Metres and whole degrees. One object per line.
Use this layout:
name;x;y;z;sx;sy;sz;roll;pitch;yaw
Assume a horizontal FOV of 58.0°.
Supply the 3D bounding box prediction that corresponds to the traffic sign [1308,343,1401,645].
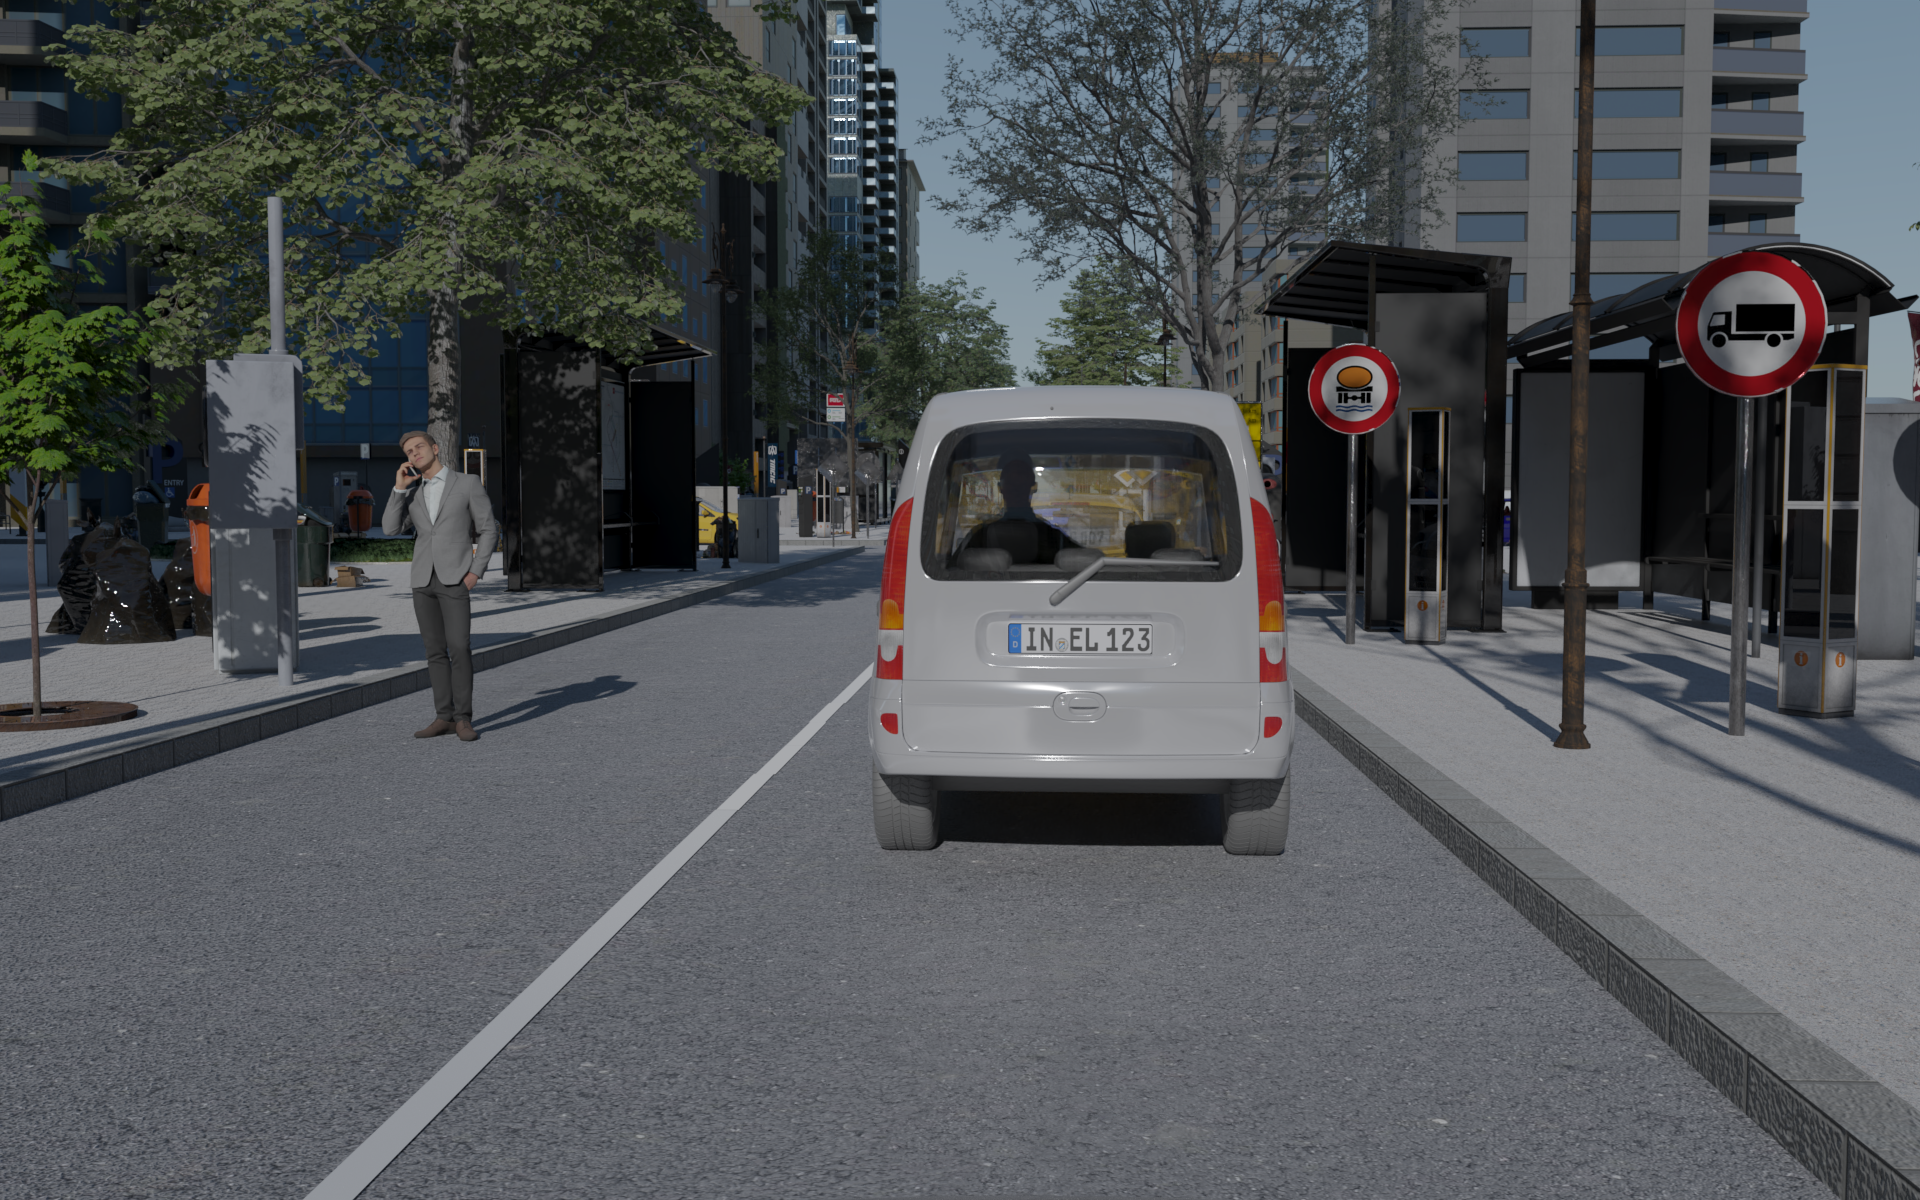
traffic sign;3.337;-0.894;14.726;0.768;2.556;0.104;1;4;8

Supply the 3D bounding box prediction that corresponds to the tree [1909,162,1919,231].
tree;13.525;-4.258;19.989;4.737;8.622;4.395;0;3;0

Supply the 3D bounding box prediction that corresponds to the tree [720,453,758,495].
tree;-10.565;-5.351;82.087;1.663;3.219;1.824;0;3;0

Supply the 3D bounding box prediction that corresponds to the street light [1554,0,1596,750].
street light;3.104;-2.191;8.603;0.468;5.910;1.993;0;4;3

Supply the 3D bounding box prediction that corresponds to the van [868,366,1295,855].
van;0.579;-0.078;8.286;2.013;2.044;4.112;0;4;4

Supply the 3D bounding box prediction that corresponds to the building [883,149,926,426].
building;-20.400;-41.508;267.886;28.713;52.752;27.495;0;4;3

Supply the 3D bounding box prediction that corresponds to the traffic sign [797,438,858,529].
traffic sign;-4.828;-4.234;63.098;2.265;3.308;0.079;1;4;10

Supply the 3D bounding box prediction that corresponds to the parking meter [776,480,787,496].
parking meter;-7.156;-3.905;69.557;0.399;1.863;0.255;-2;4;-32

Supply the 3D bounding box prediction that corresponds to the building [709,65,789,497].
building;-19.574;-21.106;116.777;14.160;30.474;14.107;0;4;3

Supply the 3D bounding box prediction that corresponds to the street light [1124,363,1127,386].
street light;5.815;-5.399;61.055;0.468;5.910;1.993;0;4;3

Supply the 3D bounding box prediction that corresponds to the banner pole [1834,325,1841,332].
banner pole;10.324;-1.892;20.954;0.863;3.779;0.401;3;5;43

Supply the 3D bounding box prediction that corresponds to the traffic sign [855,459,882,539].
traffic sign;-2.633;-2.813;49.630;0.795;2.450;0.064;0;4;3

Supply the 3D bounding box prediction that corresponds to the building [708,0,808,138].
building;-26.957;-33.626;139.025;28.713;52.752;27.495;0;4;3

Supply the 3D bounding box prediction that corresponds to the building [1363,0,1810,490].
building;34.081;-34.040;98.559;21.231;58.520;28.212;0;4;3

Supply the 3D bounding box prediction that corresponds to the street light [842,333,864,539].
street light;-3.070;-4.712;49.823;0.468;5.910;1.993;0;4;3

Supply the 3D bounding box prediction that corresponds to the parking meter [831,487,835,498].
parking meter;-5.585;-4.262;75.397;0.255;1.863;0.399;-2;4;-24

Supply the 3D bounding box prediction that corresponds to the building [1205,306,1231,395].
building;38.971;-19.894;170.305;27.650;21.520;28.899;0;4;3

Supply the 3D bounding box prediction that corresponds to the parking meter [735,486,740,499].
parking meter;-7.371;-2.948;56.618;0.372;1.533;0.369;0;3;0

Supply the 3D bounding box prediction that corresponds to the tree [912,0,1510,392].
tree;4.166;-7.227;28.525;12.009;13.543;11.850;0;3;0

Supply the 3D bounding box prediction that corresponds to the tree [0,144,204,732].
tree;-5.151;-0.919;9.621;1.663;3.219;1.824;0;3;0

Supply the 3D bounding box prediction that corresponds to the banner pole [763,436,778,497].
banner pole;-8.249;-5.194;74.945;0.863;3.779;0.401;1;4;17

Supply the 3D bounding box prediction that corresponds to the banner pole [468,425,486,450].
banner pole;-17.465;-4.454;62.847;0.863;3.779;0.401;-3;5;-39

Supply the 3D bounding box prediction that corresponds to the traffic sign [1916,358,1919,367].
traffic sign;4.429;-0.441;7.209;0.884;2.594;0.081;1;4;9

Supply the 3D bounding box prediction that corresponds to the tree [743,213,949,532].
tree;-3.868;-7.572;58.210;7.601;10.594;8.767;0;4;1

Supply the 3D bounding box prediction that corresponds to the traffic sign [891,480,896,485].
traffic sign;-2.898;-4.683;78.694;0.606;2.300;0.079;1;4;13

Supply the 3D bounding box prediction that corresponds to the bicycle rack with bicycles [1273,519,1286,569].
bicycle rack with bicycles;5.069;-0.664;24.242;2.925;0.926;2.852;-2;4;-23

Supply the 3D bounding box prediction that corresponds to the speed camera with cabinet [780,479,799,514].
speed camera with cabinet;-10.769;-7.089;110.245;2.038;3.252;0.660;3;5;43

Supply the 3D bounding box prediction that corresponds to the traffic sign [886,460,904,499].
traffic sign;-2.401;-4.048;66.182;0.884;2.594;0.081;1;4;12

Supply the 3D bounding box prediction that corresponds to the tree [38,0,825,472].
tree;-4.831;-6.074;17.437;7.486;12.596;7.792;0;3;0

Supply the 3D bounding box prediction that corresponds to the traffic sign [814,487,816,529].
traffic sign;-5.373;-3.926;64.199;0.884;2.594;0.081;1;4;8

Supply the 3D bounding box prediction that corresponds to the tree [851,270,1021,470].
tree;-1.689;-11.742;98.633;9.857;13.997;8.962;0;3;0

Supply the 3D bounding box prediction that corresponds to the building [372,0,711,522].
building;-21.917;-27.168;94.303;14.600;45.320;14.200;0;4;3

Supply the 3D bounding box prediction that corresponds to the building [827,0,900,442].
building;-18.613;-56.532;236.964;22.319;86.520;31.000;0;4;3

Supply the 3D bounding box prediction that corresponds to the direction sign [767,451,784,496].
direction sign;-9.633;-6.033;90.637;0.876;3.537;0.379;-1;4;-19

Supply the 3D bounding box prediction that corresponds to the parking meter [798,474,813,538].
parking meter;-4.576;-2.786;51.260;0.399;1.863;0.255;-3;5;-43

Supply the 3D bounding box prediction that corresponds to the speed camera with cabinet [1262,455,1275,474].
speed camera with cabinet;6.428;-2.838;40.739;2.038;3.252;0.660;-2;4;-28

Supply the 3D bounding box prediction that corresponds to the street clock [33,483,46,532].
street clock;-33.059;-3.529;62.270;0.471;2.002;0.358;1;4;13

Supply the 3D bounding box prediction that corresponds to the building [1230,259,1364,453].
building;37.781;-18.131;141.483;27.650;21.520;28.899;0;4;3

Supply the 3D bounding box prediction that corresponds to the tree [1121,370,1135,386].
tree;8.708;-9.429;104.527;4.737;8.622;4.395;0;3;0

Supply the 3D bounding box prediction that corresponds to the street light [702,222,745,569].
street light;-4.041;-3.483;29.738;0.468;5.910;1.993;0;4;3

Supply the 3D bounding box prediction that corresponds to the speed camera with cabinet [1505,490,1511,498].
speed camera with cabinet;23.765;-5.060;77.062;2.038;3.252;0.660;0;4;2

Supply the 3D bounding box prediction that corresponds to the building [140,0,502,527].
building;-23.692;-25.816;72.206;14.600;45.320;14.200;0;4;3

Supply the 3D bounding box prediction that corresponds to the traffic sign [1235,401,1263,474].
traffic sign;5.504;-2.706;38.114;2.265;3.308;0.079;0;4;7

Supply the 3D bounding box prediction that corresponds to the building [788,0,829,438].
building;-20.975;-44.291;162.403;20.563;71.187;20.611;0;4;3

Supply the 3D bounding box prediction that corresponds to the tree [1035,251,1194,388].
tree;6.980;-10.001;81.643;7.486;12.596;7.792;0;3;0

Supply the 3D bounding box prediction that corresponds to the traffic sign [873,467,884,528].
traffic sign;-3.147;-3.822;64.621;0.606;2.300;0.079;0;4;4

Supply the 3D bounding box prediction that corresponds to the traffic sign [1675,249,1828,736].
traffic sign;4.133;-0.552;9.137;0.768;2.556;0.104;0;4;5

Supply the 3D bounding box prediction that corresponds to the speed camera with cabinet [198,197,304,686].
speed camera with cabinet;-5.005;-1.094;12.222;0.660;3.252;2.038;-1;4;-22

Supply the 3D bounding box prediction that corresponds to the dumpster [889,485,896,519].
dumpster;-3.173;-5.199;90.766;1.264;1.857;1.865;0;4;3

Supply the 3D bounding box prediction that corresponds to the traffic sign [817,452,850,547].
traffic sign;-3.044;-2.325;41.655;0.795;2.450;0.064;0;4;3

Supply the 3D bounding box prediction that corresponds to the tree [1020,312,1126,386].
tree;12.048;-19.657;177.288;12.611;20.169;13.585;0;3;0

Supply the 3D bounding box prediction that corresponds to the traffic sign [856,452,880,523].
traffic sign;-2.826;-3.236;53.012;0.768;2.556;0.104;1;4;10

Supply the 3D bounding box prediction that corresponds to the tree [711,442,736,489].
tree;-15.447;-7.584;107.717;4.285;4.588;4.351;0;3;0

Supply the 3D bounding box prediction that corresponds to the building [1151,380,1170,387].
building;43.821;-25.856;267.782;27.650;21.520;28.899;0;4;3

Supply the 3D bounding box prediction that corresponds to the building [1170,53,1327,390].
building;39.613;-42.589;238.329;21.231;58.520;28.212;0;4;3

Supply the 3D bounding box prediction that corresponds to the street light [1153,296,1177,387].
street light;4.764;-4.130;40.317;0.468;5.910;1.993;0;4;3
